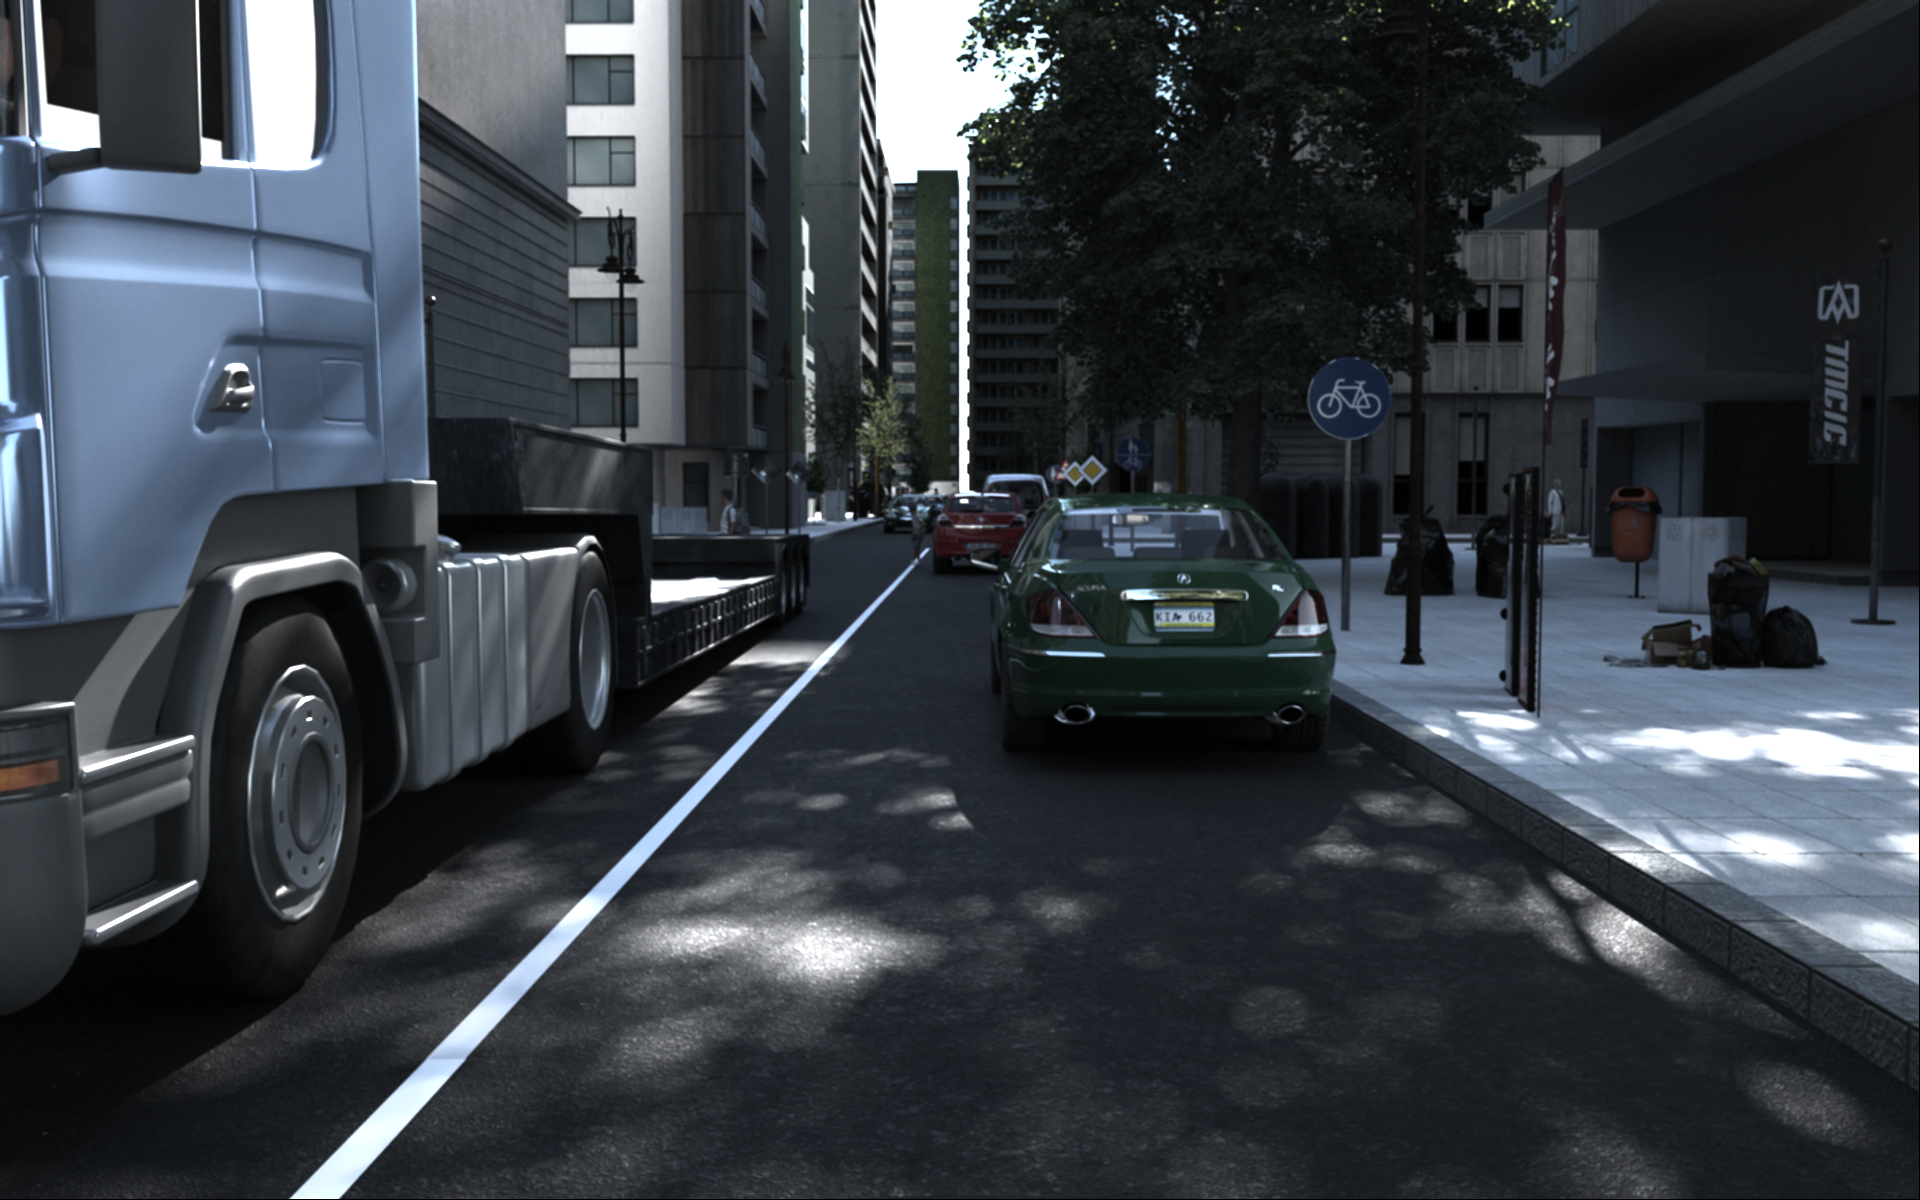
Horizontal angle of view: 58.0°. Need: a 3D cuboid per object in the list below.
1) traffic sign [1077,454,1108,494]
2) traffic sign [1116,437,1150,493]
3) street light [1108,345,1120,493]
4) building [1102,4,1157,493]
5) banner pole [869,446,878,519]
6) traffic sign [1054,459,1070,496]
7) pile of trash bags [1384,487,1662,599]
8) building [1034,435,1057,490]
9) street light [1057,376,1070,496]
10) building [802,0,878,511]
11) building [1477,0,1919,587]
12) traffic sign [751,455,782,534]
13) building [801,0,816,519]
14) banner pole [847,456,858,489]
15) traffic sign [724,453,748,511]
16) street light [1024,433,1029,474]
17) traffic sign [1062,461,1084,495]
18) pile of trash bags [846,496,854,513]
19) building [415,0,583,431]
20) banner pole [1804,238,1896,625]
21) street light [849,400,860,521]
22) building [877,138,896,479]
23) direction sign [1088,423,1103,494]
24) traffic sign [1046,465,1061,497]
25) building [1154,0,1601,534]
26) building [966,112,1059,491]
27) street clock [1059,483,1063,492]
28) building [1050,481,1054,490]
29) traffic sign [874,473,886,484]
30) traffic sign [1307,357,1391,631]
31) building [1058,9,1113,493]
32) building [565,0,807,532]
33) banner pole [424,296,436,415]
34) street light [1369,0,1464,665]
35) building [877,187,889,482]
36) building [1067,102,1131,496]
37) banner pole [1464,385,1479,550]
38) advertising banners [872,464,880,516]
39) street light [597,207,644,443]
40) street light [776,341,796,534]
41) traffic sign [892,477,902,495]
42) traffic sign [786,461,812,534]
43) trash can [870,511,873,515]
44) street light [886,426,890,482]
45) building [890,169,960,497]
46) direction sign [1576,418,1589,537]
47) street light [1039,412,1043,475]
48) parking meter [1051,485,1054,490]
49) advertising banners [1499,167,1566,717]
[{"bbox_3d":[3.362,-2.471,44.044,0.795,2.450,0.064,0,4,1],"label":"traffic sign"},{"bbox_3d":[3.852,-2.357,38.642,0.768,2.556,0.104,0,4,2],"label":"traffic sign"},{"bbox_3d":[3.751,-4.282,42.800,0.468,5.910,1.993,0,4,1],"label":"street light"},{"bbox_3d":[14.562,-17.578,80.916,14.314,27.812,24.014,0,4,1],"label":"building"},{"bbox_3d":[-4.537,-6.076,89.357,0.401,3.779,0.863,1,4,17],"label":"banner pole"},{"bbox_3d":[3.957,-3.963,64.798,0.884,2.594,0.081,0,4,8],"label":"traffic sign"},{"bbox_3d":[7.061,-0.746,21.944,3.447,1.369,1.912,2,4,33],"label":"pile of trash bags"},{"bbox_3d":[19.522,-53.221,182.837,22.319,86.520,31.000,0,4,1],"label":"building"},{"bbox_3d":[4.070,-5.821,67.959,0.468,5.910,1.993,0,4,1],"label":"street light"},{"bbox_3d":[-17.835,-31.426,137.514,21.300,48.544,21.600,0,4,1],"label":"building"},{"bbox_3d":[23.847,-26.437,21.484,28.713,52.752,27.495,0,4,1],"label":"building"},{"bbox_3d":[-4.931,-2.478,44.161,0.795,2.450,0.064,0,4,1],"label":"traffic sign"},{"bbox_3d":[-18.799,-47.837,94.814,22.319,86.520,31.000,0,4,1],"label":"building"},{"bbox_3d":[-6.942,-7.535,113.206,0.863,3.779,0.401,0,4,7],"label":"banner pole"},{"bbox_3d":[-5.517,-2.479,42.662,0.606,2.300,0.079,0,4,5],"label":"traffic sign"},{"bbox_3d":[4.871,-9.417,126.759,0.468,5.910,1.993,0,4,1],"label":"street light"},{"bbox_3d":[3.455,-2.959,52.029,0.795,2.450,0.064,0,4,1],"label":"traffic sign"},{"bbox_3d":[-6.536,-6.620,117.995,1.912,1.369,3.447,-3,5,-43],"label":"pile of trash bags"},{"bbox_3d":[-20.673,-11.763,34.132,24.055,21.916,13.314,0,4,1],"label":"building"},{"bbox_3d":[8.854,-1.661,17.177,0.863,3.779,0.401,2,4,33],"label":"banner pole"},{"bbox_3d":[-4.999,-6.685,82.089,0.468,5.910,1.993,0,4,1],"label":"street light"},{"bbox_3d":[-19.045,-30.117,184.297,23.993,40.220,32.217,0,4,1],"label":"building"},{"bbox_3d":[4.278,-3.874,55.330,0.379,3.537,0.876,-1,4,-18],"label":"direction sign"},{"bbox_3d":[4.163,-4.629,75.784,0.768,2.556,0.104,0,4,5],"label":"traffic sign"},{"bbox_3d":[17.369,-14.819,60.316,19.932,24.808,12.078,0,4,1],"label":"building"},{"bbox_3d":[11.661,-36.666,223.183,21.600,48.544,21.300,0,4,1],"label":"building"},{"bbox_3d":[6.423,-6.405,109.291,0.358,2.002,0.471,-2,4,-25],"label":"street clock"},{"bbox_3d":[18.865,-43.948,156.801,20.563,71.187,20.611,0,4,1],"label":"building"},{"bbox_3d":[-4.795,-6.292,102.975,0.768,2.556,0.104,0,4,5],"label":"traffic sign"},{"bbox_3d":[3.621,-0.984,16.199,0.768,2.556,0.104,0,4,4],"label":"traffic sign"},{"bbox_3d":[14.964,-27.942,140.444,14.154,41.232,14.086,0,4,1],"label":"building"},{"bbox_3d":[-13.200,-23.068,60.764,14.154,41.232,14.086,0,4,1],"label":"building"},{"bbox_3d":[-6.825,-1.946,21.828,0.401,3.779,0.863,2,4,31],"label":"banner pole"},{"bbox_3d":[3.420,-2.454,12.912,0.468,5.910,1.993,0,4,1],"label":"street light"},{"bbox_3d":[-13.779,-23.520,156.250,14.160,30.474,14.107,0,4,1],"label":"building"},{"bbox_3d":[17.253,-18.681,109.956,19.350,26.468,34.151,0,4,1],"label":"building"},{"bbox_3d":[11.899,-3.064,40.106,0.401,3.779,0.863,1,4,12],"label":"banner pole"},{"bbox_3d":[-4.973,-6.455,101.729,0.090,3.025,2.074,1,4,12],"label":"advertising banners"},{"bbox_3d":[-5.496,-3.391,28.226,0.468,5.910,1.993,0,4,1],"label":"street light"},{"bbox_3d":[-5.241,-4.864,52.321,0.468,5.910,1.993,0,4,1],"label":"street light"},{"bbox_3d":[-4.680,-7.727,126.342,0.884,2.594,0.081,0,4,5],"label":"traffic sign"},{"bbox_3d":[-4.838,-2.967,52.145,0.795,2.450,0.064,0,4,1],"label":"traffic sign"},{"bbox_3d":[-5.676,-5.929,108.590,0.748,1.137,0.748,0,3,0],"label":"trash can"},{"bbox_3d":[-4.576,-8.477,111.379,0.468,5.910,1.993,0,4,1],"label":"street light"},{"bbox_3d":[-6.962,-32.852,220.720,14.086,41.232,14.154,0,4,1],"label":"building"},{"bbox_3d":[18.840,-3.690,52.325,0.379,3.537,0.876,1,4,8],"label":"direction sign"},{"bbox_3d":[4.497,-7.612,97.249,0.468,5.910,1.993,0,4,1],"label":"street light"},{"bbox_3d":[5.897,-6.288,108.524,0.399,1.863,0.255,-3,5,-42],"label":"parking meter"},{"bbox_3d":[3.417,-0.867,10.364,0.090,3.025,2.074,1,4,11],"label":"advertising banners"}]
